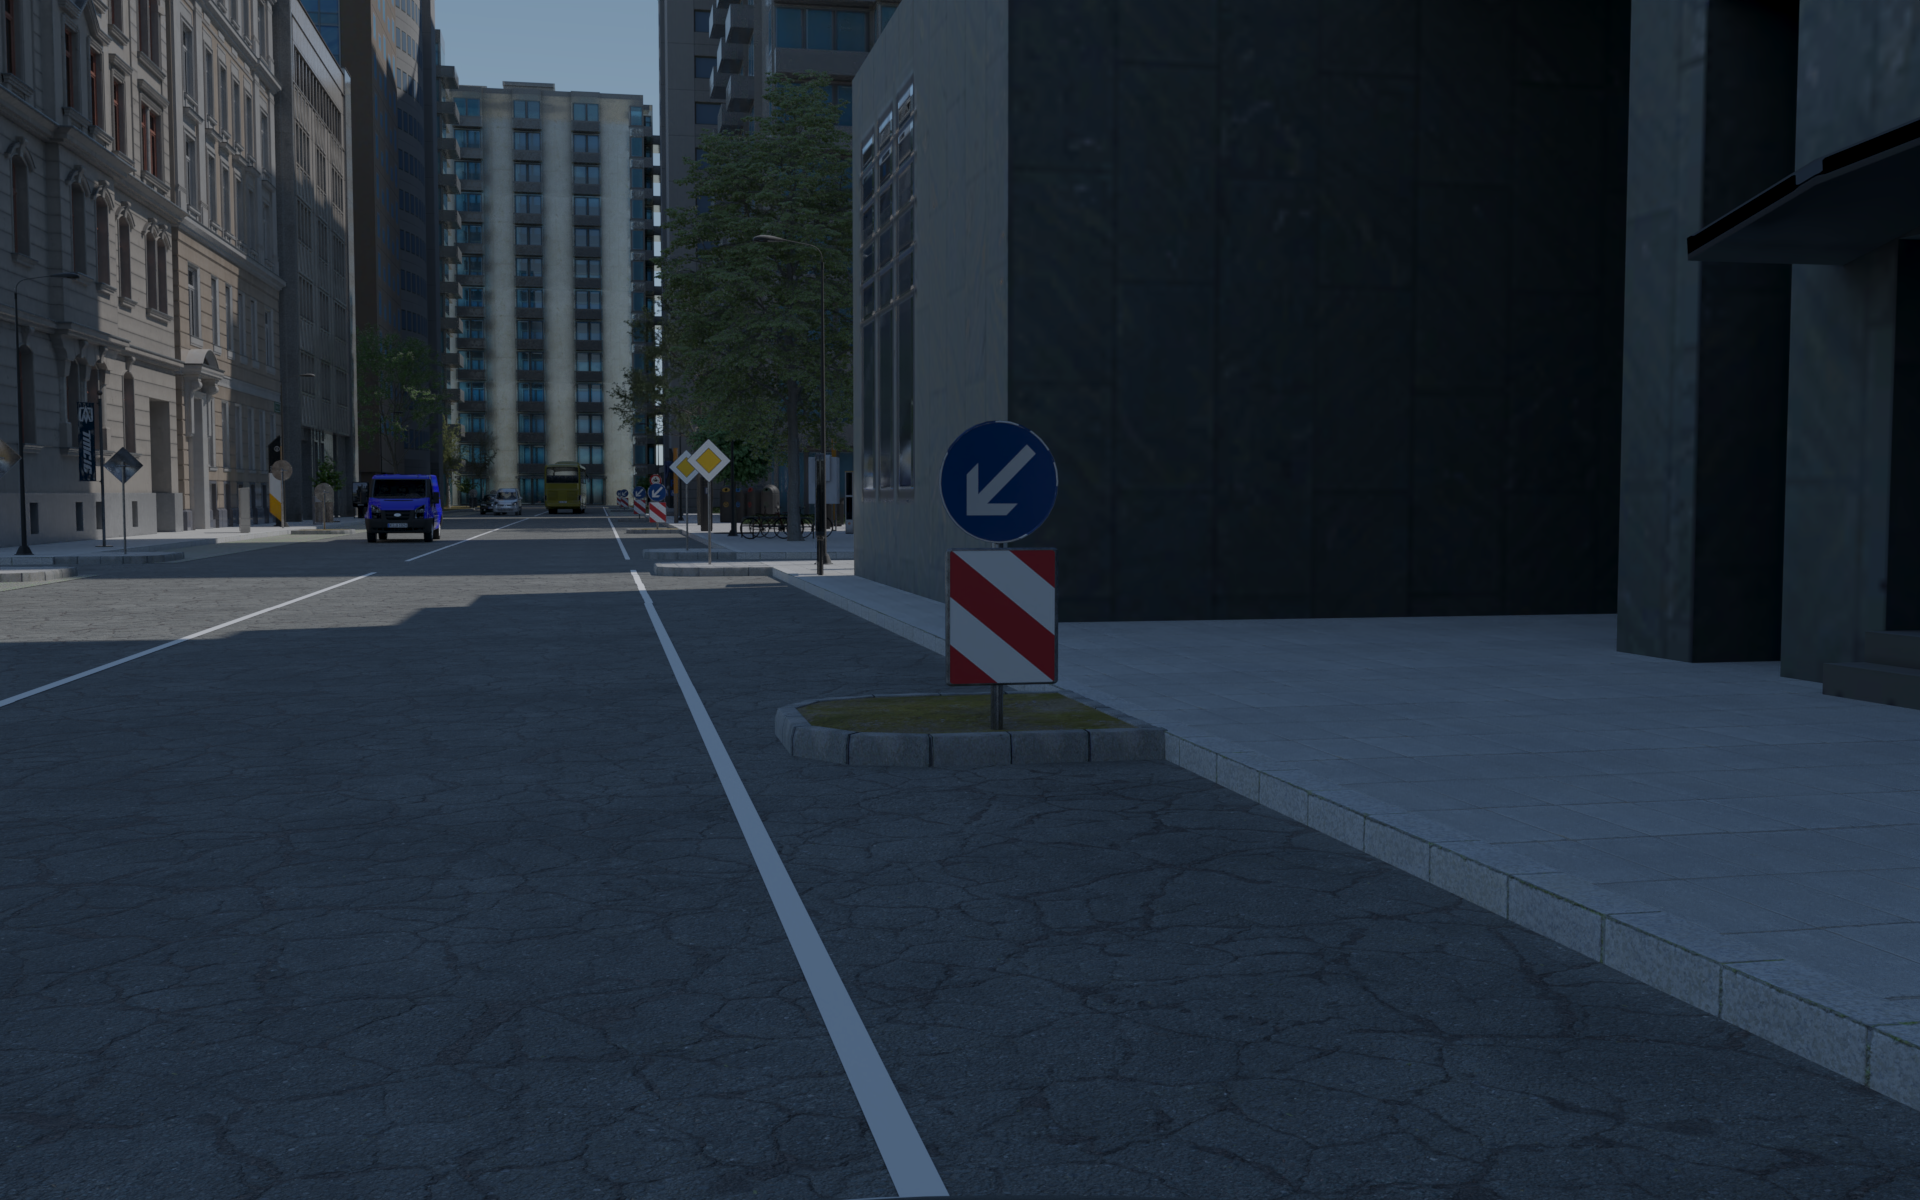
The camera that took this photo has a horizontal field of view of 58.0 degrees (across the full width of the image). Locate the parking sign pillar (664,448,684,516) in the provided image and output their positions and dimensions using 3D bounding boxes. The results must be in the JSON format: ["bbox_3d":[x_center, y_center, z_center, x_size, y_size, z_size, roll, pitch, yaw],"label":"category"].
[{"bbox_3d":[-16.923,-6.903,101.339,1.447,3.967,1.447,-1,4,-22],"label":"parking sign pillar"}]

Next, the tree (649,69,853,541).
[{"bbox_3d":[-4.573,-7.856,46.579,7.486,12.596,7.792,0,3,0],"label":"tree"}]

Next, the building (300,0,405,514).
[{"bbox_3d":[-45.112,-28.407,114.566,14.600,45.320,14.200,-1,4,-12],"label":"building"}]

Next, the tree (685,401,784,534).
[{"bbox_3d":[-7.248,-4.441,56.330,4.285,4.588,4.351,0,3,0],"label":"tree"}]

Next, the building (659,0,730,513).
[{"bbox_3d":[-11.872,-35.963,130.001,21.231,58.520,28.212,-1,4,-12],"label":"building"}]

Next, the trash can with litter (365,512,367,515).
[{"bbox_3d":[-37.001,-5.802,105.922,2.233,1.210,1.678,2,4,31],"label":"trash can with litter"}]

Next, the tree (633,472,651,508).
[{"bbox_3d":[-30.043,-10.269,162.502,1.663,3.219,1.824,0,3,0],"label":"tree"}]

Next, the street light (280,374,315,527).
[{"bbox_3d":[-25.600,-5.773,66.931,1.470,5.913,1.316,-1,4,-12],"label":"street light"}]

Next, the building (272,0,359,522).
[{"bbox_3d":[-38.245,-16.484,87.531,12.078,24.808,19.932,-1,4,-12],"label":"building"}]

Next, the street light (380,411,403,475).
[{"bbox_3d":[-31.938,-7.629,97.277,1.470,5.913,1.316,-1,4,-12],"label":"street light"}]

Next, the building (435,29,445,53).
[{"bbox_3d":[-64.226,-33.487,167.123,30.456,49.044,23.786,-1,4,-12],"label":"building"}]

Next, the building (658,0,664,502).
[{"bbox_3d":[-25.255,-47.059,207.663,20.611,71.187,20.563,-1,4,-12],"label":"building"}]

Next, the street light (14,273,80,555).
[{"bbox_3d":[-19.169,-3.905,36.386,1.470,5.913,1.316,-1,4,-12],"label":"street light"}]

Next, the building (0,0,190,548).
[{"bbox_3d":[-30.330,-15.826,46.147,14.401,28.519,23.554,-1,4,-12],"label":"building"}]

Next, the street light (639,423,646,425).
[{"bbox_3d":[-20.230,-8.595,113.063,1.470,5.913,1.316,-1,4,-12],"label":"street light"}]

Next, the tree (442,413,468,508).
[{"bbox_3d":[-45.987,-12.539,155.370,4.737,8.622,4.395,0,3,0],"label":"tree"}]

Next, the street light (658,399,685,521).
[{"bbox_3d":[-13.903,-6.738,82.714,1.470,5.913,1.316,-1,4,-12],"label":"street light"}]

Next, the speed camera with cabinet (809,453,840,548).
[{"bbox_3d":[-2.523,-2.847,40.880,2.038,3.252,0.660,0,4,3],"label":"speed camera with cabinet"}]

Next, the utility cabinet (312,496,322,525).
[{"bbox_3d":[-26.839,-3.739,72.296,0.306,1.237,1.020,-2,4,-26],"label":"utility cabinet"}]

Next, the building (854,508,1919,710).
[{"bbox_3d":[12.416,-42.768,11.930,22.319,86.520,31.000,-1,4,-12],"label":"building"}]

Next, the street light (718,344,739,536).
[{"bbox_3d":[-7.434,-4.881,52.352,1.470,5.913,1.316,-1,4,-12],"label":"street light"}]

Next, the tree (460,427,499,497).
[{"bbox_3d":[-51.490,-14.415,186.047,4.360,8.622,3.978,0,3,0],"label":"tree"}]

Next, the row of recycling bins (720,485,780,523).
[{"bbox_3d":[-9.373,-4.288,77.220,3.534,1.692,1.069,3,5,40],"label":"row of recycling bins"}]

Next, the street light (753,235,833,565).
[{"bbox_3d":[-3.023,-3.597,31.350,1.470,5.913,1.316,-1,4,-12],"label":"street light"}]

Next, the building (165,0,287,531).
[{"bbox_3d":[-34.964,-17.232,67.650,13.634,28.700,20.117,-1,4,-12],"label":"building"}]

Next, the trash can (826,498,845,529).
[{"bbox_3d":[-4.899,-3.476,68.485,0.748,1.137,0.748,0,3,0],"label":"trash can"}]

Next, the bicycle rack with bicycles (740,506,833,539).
[{"bbox_3d":[-5.139,-2.264,50.407,2.925,0.926,2.852,-1,4,-17],"label":"bicycle rack with bicycles"}]

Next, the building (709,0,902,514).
[{"bbox_3d":[-2.191,-29.146,96.141,23.786,49.044,30.456,-1,4,-12],"label":"building"}]

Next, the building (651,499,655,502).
[{"bbox_3d":[-15.430,-29.728,177.933,32.217,40.220,23.993,-1,4,-12],"label":"building"}]

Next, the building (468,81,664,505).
[{"bbox_3d":[-50.475,-35.755,204.205,30.456,49.044,23.786,-1,4,-12],"label":"building"}]

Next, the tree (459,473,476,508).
[{"bbox_3d":[-45.985,-10.223,161.743,1.663,3.219,1.824,0,3,0],"label":"tree"}]

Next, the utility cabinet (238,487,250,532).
[{"bbox_3d":[-23.838,-2.996,57.660,0.318,1.500,1.173,-2,4,-25],"label":"utility cabinet"}]

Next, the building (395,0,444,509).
[{"bbox_3d":[-52.667,-36.226,134.288,21.231,58.520,28.212,-1,4,-12],"label":"building"}]
